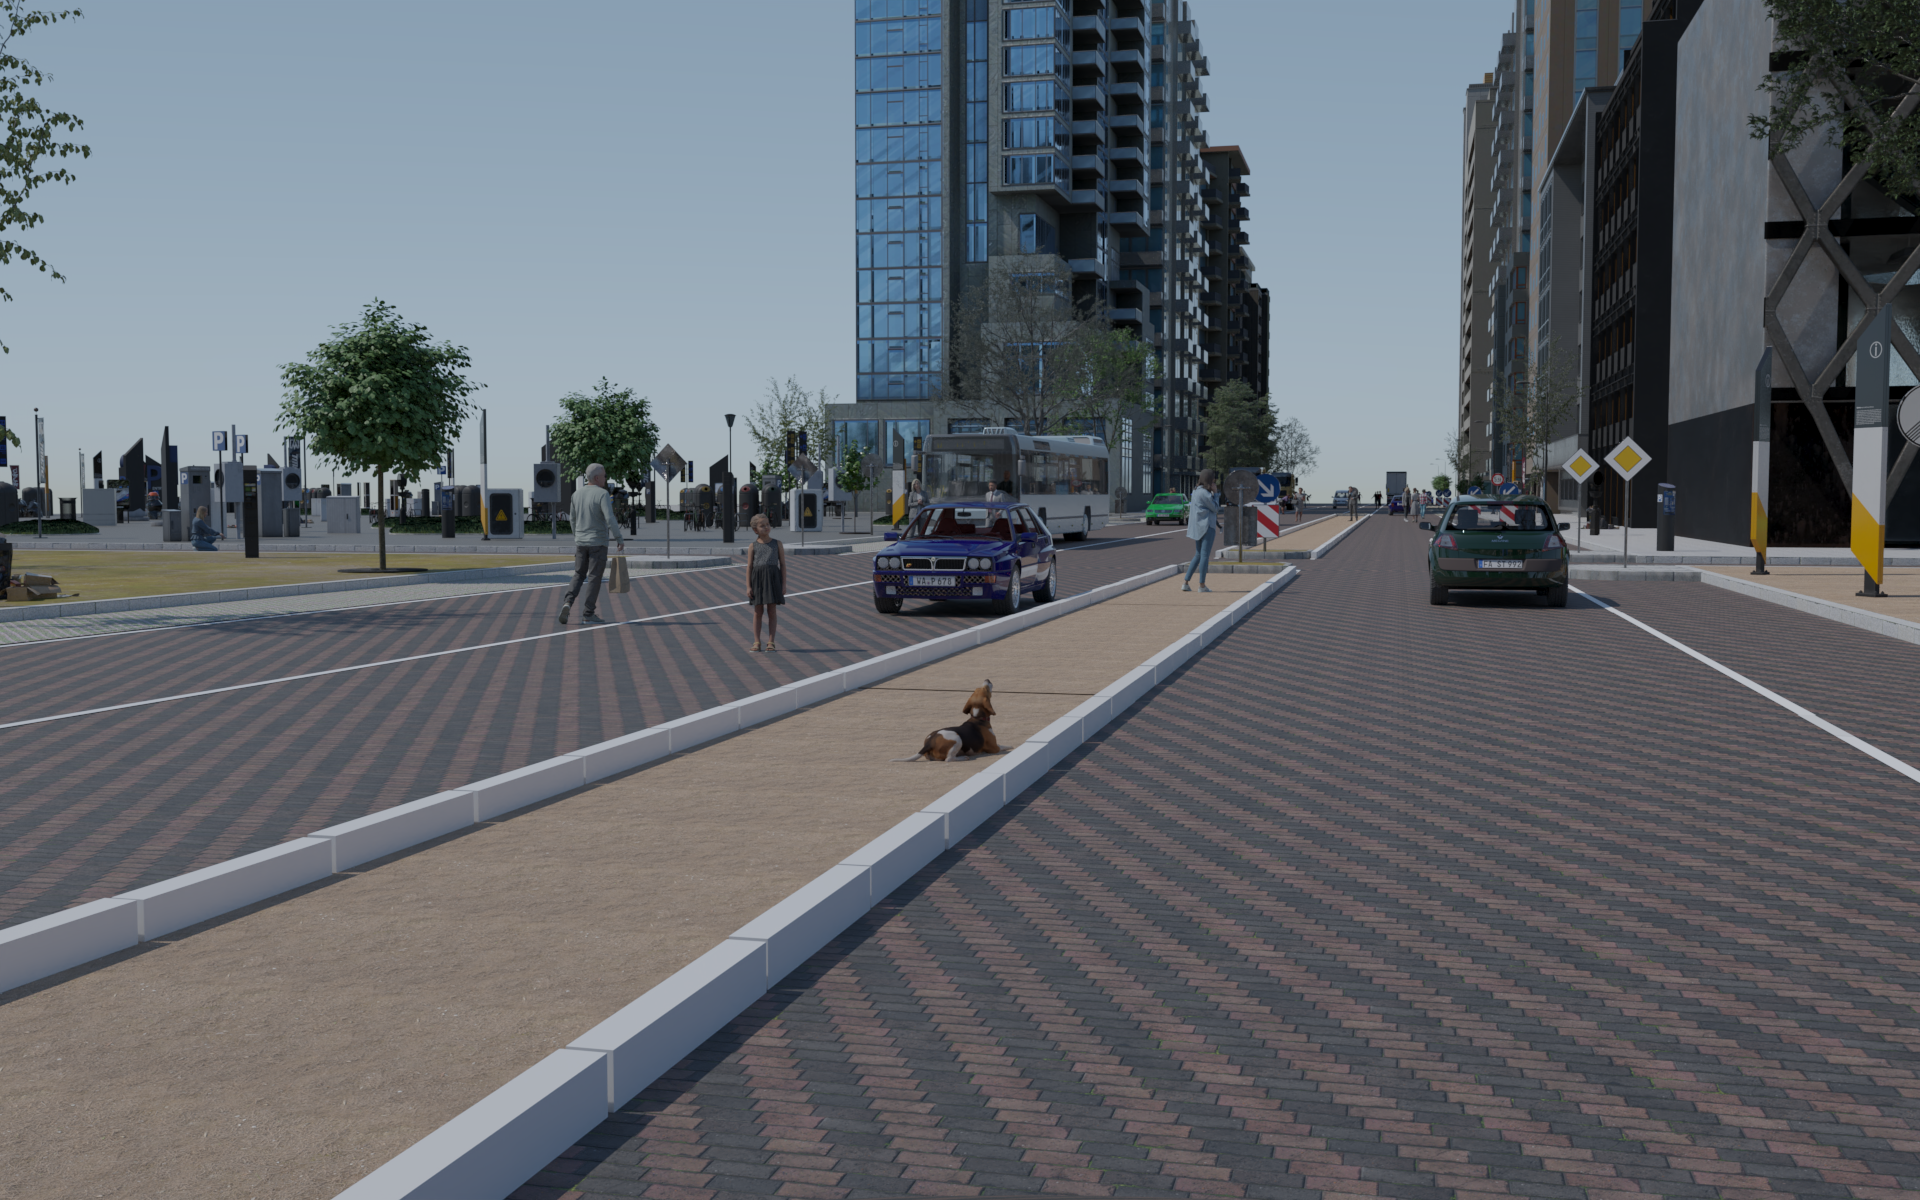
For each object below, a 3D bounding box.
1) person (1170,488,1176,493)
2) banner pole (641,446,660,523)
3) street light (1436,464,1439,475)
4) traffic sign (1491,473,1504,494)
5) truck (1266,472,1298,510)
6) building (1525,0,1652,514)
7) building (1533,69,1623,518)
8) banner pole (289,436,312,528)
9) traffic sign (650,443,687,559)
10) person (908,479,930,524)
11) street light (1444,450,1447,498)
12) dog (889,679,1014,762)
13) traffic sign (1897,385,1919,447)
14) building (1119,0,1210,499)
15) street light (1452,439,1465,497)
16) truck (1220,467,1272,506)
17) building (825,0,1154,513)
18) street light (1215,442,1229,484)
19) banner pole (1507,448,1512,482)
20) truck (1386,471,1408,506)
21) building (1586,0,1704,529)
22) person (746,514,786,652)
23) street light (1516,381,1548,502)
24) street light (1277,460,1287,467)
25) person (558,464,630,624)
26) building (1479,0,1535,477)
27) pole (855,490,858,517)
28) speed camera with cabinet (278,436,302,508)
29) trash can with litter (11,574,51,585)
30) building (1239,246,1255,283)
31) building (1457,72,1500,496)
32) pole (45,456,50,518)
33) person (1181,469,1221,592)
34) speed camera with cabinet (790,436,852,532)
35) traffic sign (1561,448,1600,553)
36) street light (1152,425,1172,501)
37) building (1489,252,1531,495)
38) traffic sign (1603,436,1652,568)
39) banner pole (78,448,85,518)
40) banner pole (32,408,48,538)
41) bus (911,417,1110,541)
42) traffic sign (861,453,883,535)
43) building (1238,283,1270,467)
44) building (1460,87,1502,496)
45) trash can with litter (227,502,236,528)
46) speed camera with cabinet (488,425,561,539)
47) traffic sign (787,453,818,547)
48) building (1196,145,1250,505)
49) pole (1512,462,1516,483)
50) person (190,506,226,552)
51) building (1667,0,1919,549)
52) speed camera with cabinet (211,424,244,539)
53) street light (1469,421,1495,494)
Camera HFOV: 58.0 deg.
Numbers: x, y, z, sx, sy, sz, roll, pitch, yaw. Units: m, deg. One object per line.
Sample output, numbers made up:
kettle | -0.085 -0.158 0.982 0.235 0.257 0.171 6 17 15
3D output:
person | 13.447 -6.170 109.348 0.573 1.828 0.580 2 4 29
banner pole | -13.967 -5.375 77.893 0.863 3.779 0.401 -1 4 -14
street light | 62.909 -15.542 226.657 1.470 5.913 1.316 1 4 14
traffic sign | 32.771 -6.452 105.598 0.768 2.556 0.104 1 4 16
truck | 28.740 -9.783 155.868 3.469 3.379 9.791 1 4 12
building | 45.494 -28.399 114.435 14.600 45.320 14.200 1 4 14
building | 39.462 -16.753 92.971 14.314 24.678 30.058 1 4 14
banner pole | -25.124 -4.639 65.870 0.863 3.779 0.401 0 4 5
traffic sign | -5.781 -1.876 34.308 0.795 2.450 0.064 1 4 14
person | -0.993 -2.046 42.135 0.537 1.800 0.526 0 4 -3
street light | 52.185 -12.946 184.203 1.470 5.913 1.316 1 4 14
dog | -0.052 0.657 9.457 0.748 0.427 0.550 0 4 -6
traffic sign | 11.000 -1.193 19.609 0.768 2.556 0.104 1 4 18
building | 11.536 -33.298 164.031 23.786 49.044 30.456 1 4 14
street light | 42.635 -10.652 146.699 1.470 5.913 1.316 1 4 14
truck | 21.229 -8.032 127.254 3.469 3.379 9.791 1 4 14
building | 3.759 -50.113 132.024 22.319 86.520 31.000 1 4 14
street light | 23.327 -11.133 154.567 1.470 5.913 1.316 1 4 14
banner pole | 29.875 -6.378 94.291 0.401 3.779 0.863 2 4 33
truck | 55.223 -14.075 219.046 2.839 4.237 11.283 1 4 15
building | 32.889 -14.694 69.929 12.332 23.373 15.834 1 4 14
person | -1.760 -0.158 15.752 0.362 1.253 0.373 0 4 -2
street light | 23.555 -6.038 71.265 1.470 5.913 1.316 1 4 14
street light | 43.654 -16.066 235.214 1.470 5.913 1.316 1 4 14
person | -3.999 -0.614 19.022 0.782 1.767 0.515 2 4 29
building | 61.881 -33.240 163.090 23.786 49.044 30.456 1 4 14
pole | -5.772 -6.263 96.239 0.158 3.312 0.155 0 3 0
speed camera with cabinet | -23.378 -3.934 58.649 0.660 3.252 2.038 3 5 41
trash can with litter | -14.022 -0.813 24.354 2.233 1.210 1.678 -1 4 -11
building | 30.029 -34.474 255.533 32.217 40.220 23.993 1 4 14
building | 82.286 -43.122 247.038 21.231 58.520 28.212 1 4 14
pole | -48.387 -5.990 91.774 0.158 3.312 0.155 0 3 0
person | 3.493 -1.001 25.138 0.793 1.790 0.793 3 5 41
speed camera with cabinet | -4.720 -3.943 58.808 2.038 3.252 0.660 -1 4 -22
traffic sign | 13.475 -2.081 37.664 0.795 2.450 0.064 1 4 14
street light | 13.586 -8.825 116.828 1.470 5.913 1.316 1 4 14
building | 56.429 -17.709 134.588 27.650 21.520 28.899 1 4 14
traffic sign | 11.514 -1.607 29.922 0.795 2.450 0.064 1 4 14
banner pole | -47.672 -6.365 94.077 0.863 3.779 0.401 3 5 44
banner pole | -26.547 -3.670 50.018 0.863 3.779 0.401 3 5 45
bus | 1.773 -3.361 49.813 2.948 3.499 13.247 1 4 16
traffic sign | -2.756 -3.299 54.040 0.768 2.556 0.104 1 4 21
building | 34.375 -28.343 235.108 14.160 30.474 14.107 1 4 14
building | 70.252 -35.334 201.420 21.300 48.544 21.600 1 4 14
trash can with litter | -27.363 -3.365 66.073 1.678 1.210 2.233 -1 4 -14
speed camera with cabinet | -12.467 -3.367 49.386 2.038 3.252 0.660 0 4 -3
traffic sign | -3.820 -2.349 42.049 0.795 2.450 0.064 1 4 14
building | 24.103 -34.276 215.029 22.147 44.769 28.867 1 4 14
pole | 34.715 -7.018 108.579 0.158 3.312 0.155 0 3 0
person | -17.620 -1.622 40.521 0.738 1.151 1.012 -2 4 -26
building | 28.342 -10.797 43.988 16.811 18.784 16.820 1 4 14
speed camera with cabinet | -21.263 -3.379 49.575 2.038 3.252 0.660 3 5 41
street light | 33.242 -8.384 109.622 1.470 5.913 1.316 1 4 14
